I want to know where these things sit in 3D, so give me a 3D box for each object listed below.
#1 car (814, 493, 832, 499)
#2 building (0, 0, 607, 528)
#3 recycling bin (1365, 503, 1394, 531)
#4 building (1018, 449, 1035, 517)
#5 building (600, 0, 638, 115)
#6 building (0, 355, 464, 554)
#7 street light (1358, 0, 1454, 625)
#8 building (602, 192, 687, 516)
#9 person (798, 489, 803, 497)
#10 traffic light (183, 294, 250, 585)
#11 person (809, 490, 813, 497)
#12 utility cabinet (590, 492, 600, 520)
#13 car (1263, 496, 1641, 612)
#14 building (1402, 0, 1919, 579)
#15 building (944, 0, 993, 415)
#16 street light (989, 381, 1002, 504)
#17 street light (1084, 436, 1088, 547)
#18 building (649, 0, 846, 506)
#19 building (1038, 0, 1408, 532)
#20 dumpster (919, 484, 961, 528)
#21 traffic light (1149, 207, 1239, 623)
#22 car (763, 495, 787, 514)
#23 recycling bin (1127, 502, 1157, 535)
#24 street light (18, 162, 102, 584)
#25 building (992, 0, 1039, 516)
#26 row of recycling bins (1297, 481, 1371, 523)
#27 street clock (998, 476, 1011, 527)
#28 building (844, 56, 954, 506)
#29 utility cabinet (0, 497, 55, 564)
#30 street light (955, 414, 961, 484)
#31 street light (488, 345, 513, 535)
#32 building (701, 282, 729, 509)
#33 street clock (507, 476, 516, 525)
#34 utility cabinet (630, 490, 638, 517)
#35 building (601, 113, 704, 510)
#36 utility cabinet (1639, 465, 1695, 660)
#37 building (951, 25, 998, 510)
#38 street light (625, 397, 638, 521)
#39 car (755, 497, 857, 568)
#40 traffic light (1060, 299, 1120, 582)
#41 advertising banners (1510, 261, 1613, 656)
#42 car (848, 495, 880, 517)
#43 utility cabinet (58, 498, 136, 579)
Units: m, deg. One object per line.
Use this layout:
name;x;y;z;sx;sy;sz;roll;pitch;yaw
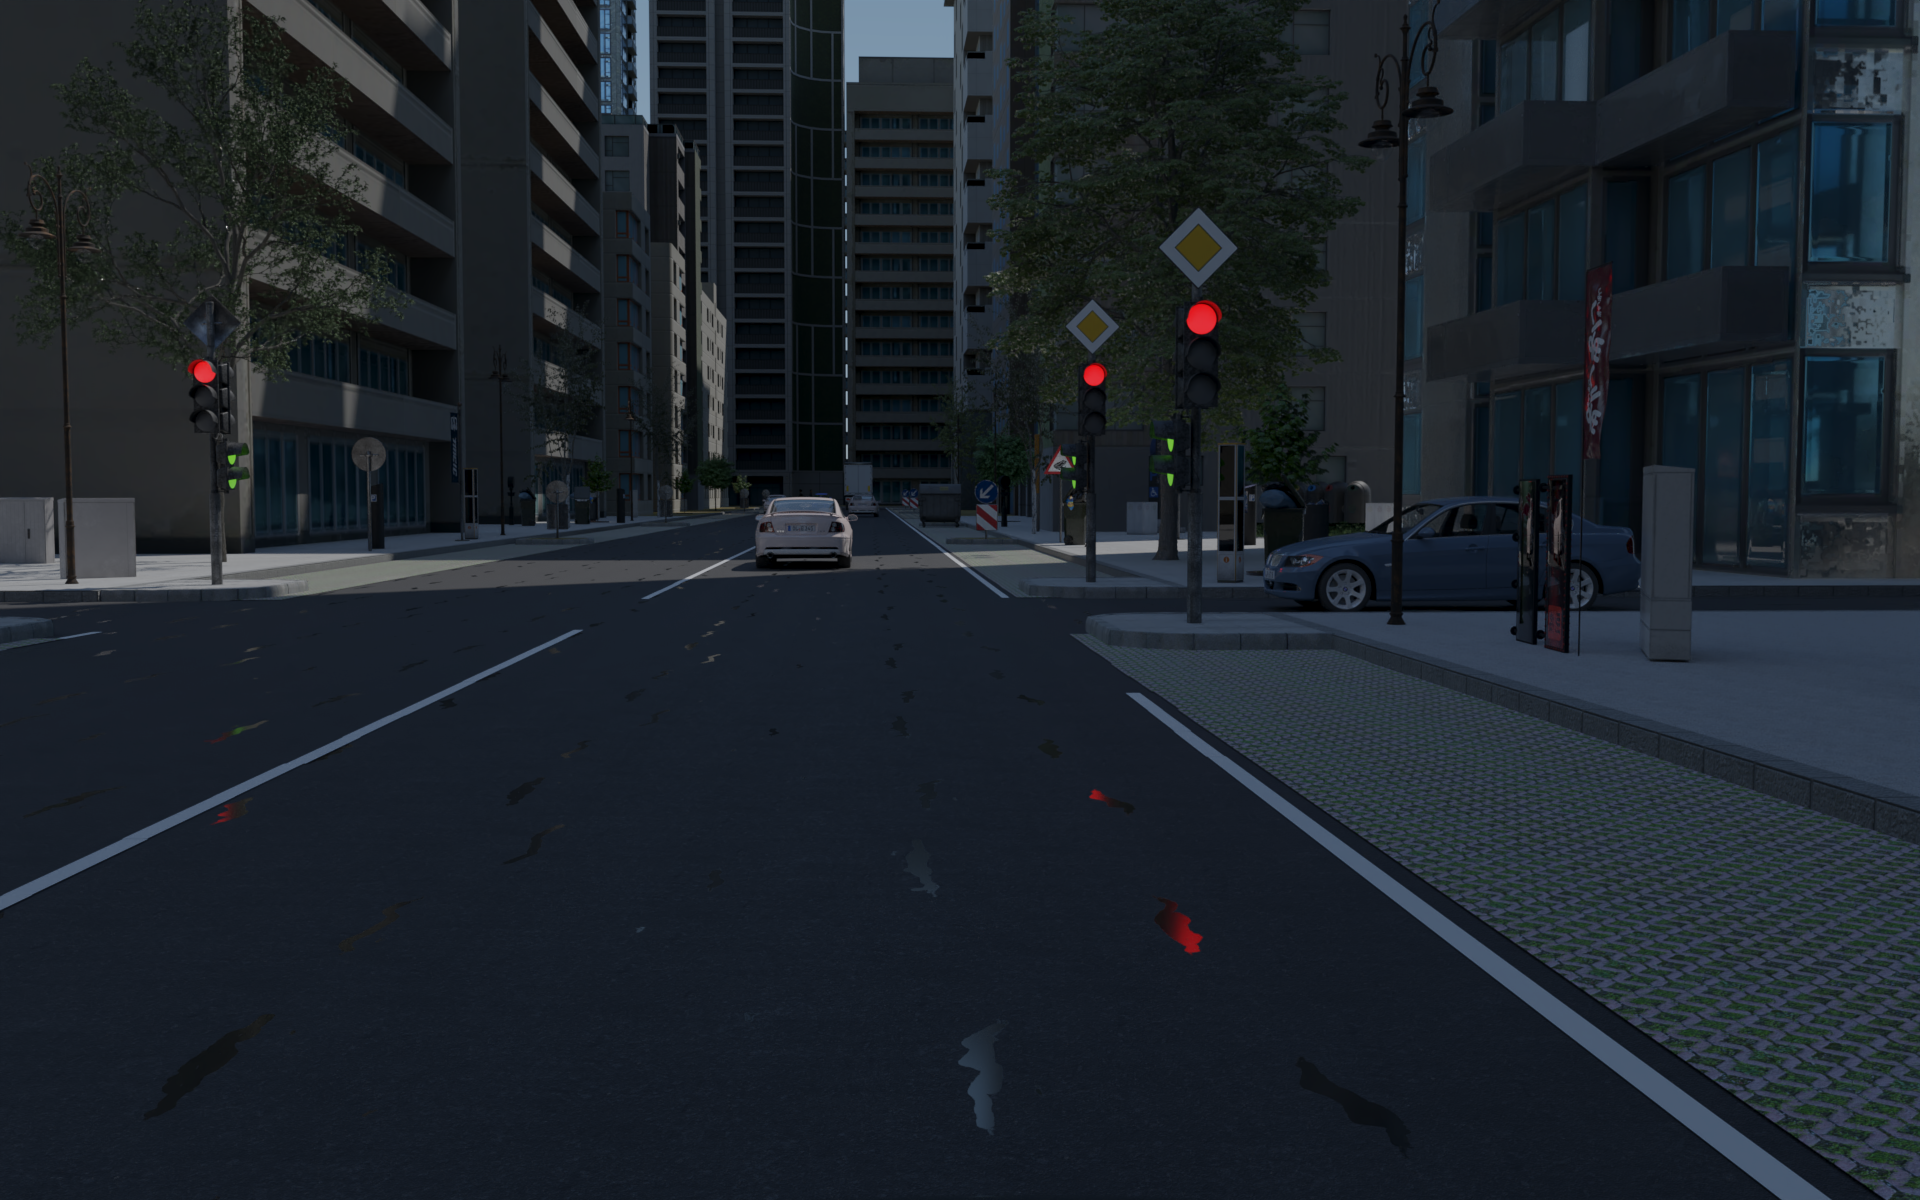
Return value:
car;-12.824;-9.220;160.333;1.945;1.707;3.694;0;4;-1
building;-29.260;-27.999;81.484;21.300;48.544;21.600;0;4;-3
recycling bin;11.835;-2.193;48.411;0.722;1.027;0.722;-2;4;-34
building;14.155;-39.823;89.353;20.563;71.187;20.611;0;4;-3
building;-49.013;-53.809;192.441;31.000;86.520;22.319;0;4;-3
building;-26.588;-25.799;45.511;21.300;48.544;21.600;0;4;-3
street light;4.291;-2.696;16.861;0.468;5.910;1.993;0;4;-3
building;-33.339;-16.394;113.082;27.650;21.520;28.899;0;4;-3
person;-14.103;-8.861;153.003;0.705;1.869;1.348;1;4;18
traffic light;-10.507;-2.171;24.417;0.839;4.253;0.868;0;4;-3
person;-12.596;-8.450;146.676;0.705;1.821;1.348;0;4;7
utility cabinet;-18.258;-4.695;85.441;0.318;1.500;1.173;2;4;25
car;6.010;-0.573;21.377;4.499;1.417;2.014;0;4;-3
building;24.843;-25.403;34.951;30.456;49.044;23.786;0;4;-3
building;13.438;-34.952;160.704;28.713;52.752;27.495;0;4;-3
street light;1.449;-6.008;71.023;0.468;5.910;1.993;0;4;-3
street light;3.110;-4.225;41.871;0.468;5.910;1.993;0;4;-3
building;-23.207;-46.198;193.587;20.611;71.187;20.563;0;4;-3
building;9.782;-23.309;64.697;14.154;41.232;14.086;0;4;-3
dumpster;-0.851;-4.012;73.805;1.865;1.857;1.264;0;4;-2
traffic light;2.313;-1.725;17.120;0.839;4.253;0.868;0;4;-3
car;-13.619;-7.125;128.856;2.083;1.381;4.827;0;4;-4
recycling bin;5.768;-2.588;54.865;0.722;1.027;0.722;3;5;44
street light;-12.680;-3.166;24.546;0.468;5.910;1.993;0;4;-3
building;9.437;-28.044;108.631;14.600;45.320;14.200;0;4;-3
row of recycling bins;11.786;-2.963;55.564;1.069;1.692;3.534;-2;4;-32
street clock;1.734;-3.864;67.747;0.471;2.002;0.358;-2;4;-30
building;-2.188;-35.031;196.463;21.600;48.544;21.300;0;4;-3
utility cabinet;-17.307;-1.275;32.009;1.020;1.237;0.306;0;4;6
street light;-0.103;-7.774;99.890;0.468;5.910;1.993;0;4;-3
street light;-14.223;-4.949;53.709;0.468;5.910;1.993;0;4;-3
building;-36.914;-19.186;158.733;28.899;21.520;27.650;0;4;-3
street clock;-18.408;-4.066;71.049;0.358;2.002;0.471;0;4;-7
utility cabinet;-17.853;-5.269;94.823;0.318;1.500;1.173;-1;4;-16
building;-27.813;-22.221;135.007;14.160;30.474;14.107;0;4;-3
utility cabinet;5.598;-0.307;13.702;0.318;1.500;1.173;1;4;18
building;11.223;-50.009;130.321;22.319;86.520;31.000;0;4;-3
street light;-15.671;-6.714;82.567;0.468;5.910;1.993;0;4;-3
car;-3.111;-1.380;34.919;2.083;1.381;4.827;0;4;-3
traffic light;1.886;-2.212;25.094;0.839;4.253;0.868;0;4;-3
advertising banners;4.889;-1.097;14.125;0.090;3.025;2.074;0;3;0
car;-6.044;-5.899;108.816;2.083;1.381;4.827;0;4;-2
utility cabinet;-13.202;-0.939;26.507;1.020;1.237;0.306;-3;5;-44
